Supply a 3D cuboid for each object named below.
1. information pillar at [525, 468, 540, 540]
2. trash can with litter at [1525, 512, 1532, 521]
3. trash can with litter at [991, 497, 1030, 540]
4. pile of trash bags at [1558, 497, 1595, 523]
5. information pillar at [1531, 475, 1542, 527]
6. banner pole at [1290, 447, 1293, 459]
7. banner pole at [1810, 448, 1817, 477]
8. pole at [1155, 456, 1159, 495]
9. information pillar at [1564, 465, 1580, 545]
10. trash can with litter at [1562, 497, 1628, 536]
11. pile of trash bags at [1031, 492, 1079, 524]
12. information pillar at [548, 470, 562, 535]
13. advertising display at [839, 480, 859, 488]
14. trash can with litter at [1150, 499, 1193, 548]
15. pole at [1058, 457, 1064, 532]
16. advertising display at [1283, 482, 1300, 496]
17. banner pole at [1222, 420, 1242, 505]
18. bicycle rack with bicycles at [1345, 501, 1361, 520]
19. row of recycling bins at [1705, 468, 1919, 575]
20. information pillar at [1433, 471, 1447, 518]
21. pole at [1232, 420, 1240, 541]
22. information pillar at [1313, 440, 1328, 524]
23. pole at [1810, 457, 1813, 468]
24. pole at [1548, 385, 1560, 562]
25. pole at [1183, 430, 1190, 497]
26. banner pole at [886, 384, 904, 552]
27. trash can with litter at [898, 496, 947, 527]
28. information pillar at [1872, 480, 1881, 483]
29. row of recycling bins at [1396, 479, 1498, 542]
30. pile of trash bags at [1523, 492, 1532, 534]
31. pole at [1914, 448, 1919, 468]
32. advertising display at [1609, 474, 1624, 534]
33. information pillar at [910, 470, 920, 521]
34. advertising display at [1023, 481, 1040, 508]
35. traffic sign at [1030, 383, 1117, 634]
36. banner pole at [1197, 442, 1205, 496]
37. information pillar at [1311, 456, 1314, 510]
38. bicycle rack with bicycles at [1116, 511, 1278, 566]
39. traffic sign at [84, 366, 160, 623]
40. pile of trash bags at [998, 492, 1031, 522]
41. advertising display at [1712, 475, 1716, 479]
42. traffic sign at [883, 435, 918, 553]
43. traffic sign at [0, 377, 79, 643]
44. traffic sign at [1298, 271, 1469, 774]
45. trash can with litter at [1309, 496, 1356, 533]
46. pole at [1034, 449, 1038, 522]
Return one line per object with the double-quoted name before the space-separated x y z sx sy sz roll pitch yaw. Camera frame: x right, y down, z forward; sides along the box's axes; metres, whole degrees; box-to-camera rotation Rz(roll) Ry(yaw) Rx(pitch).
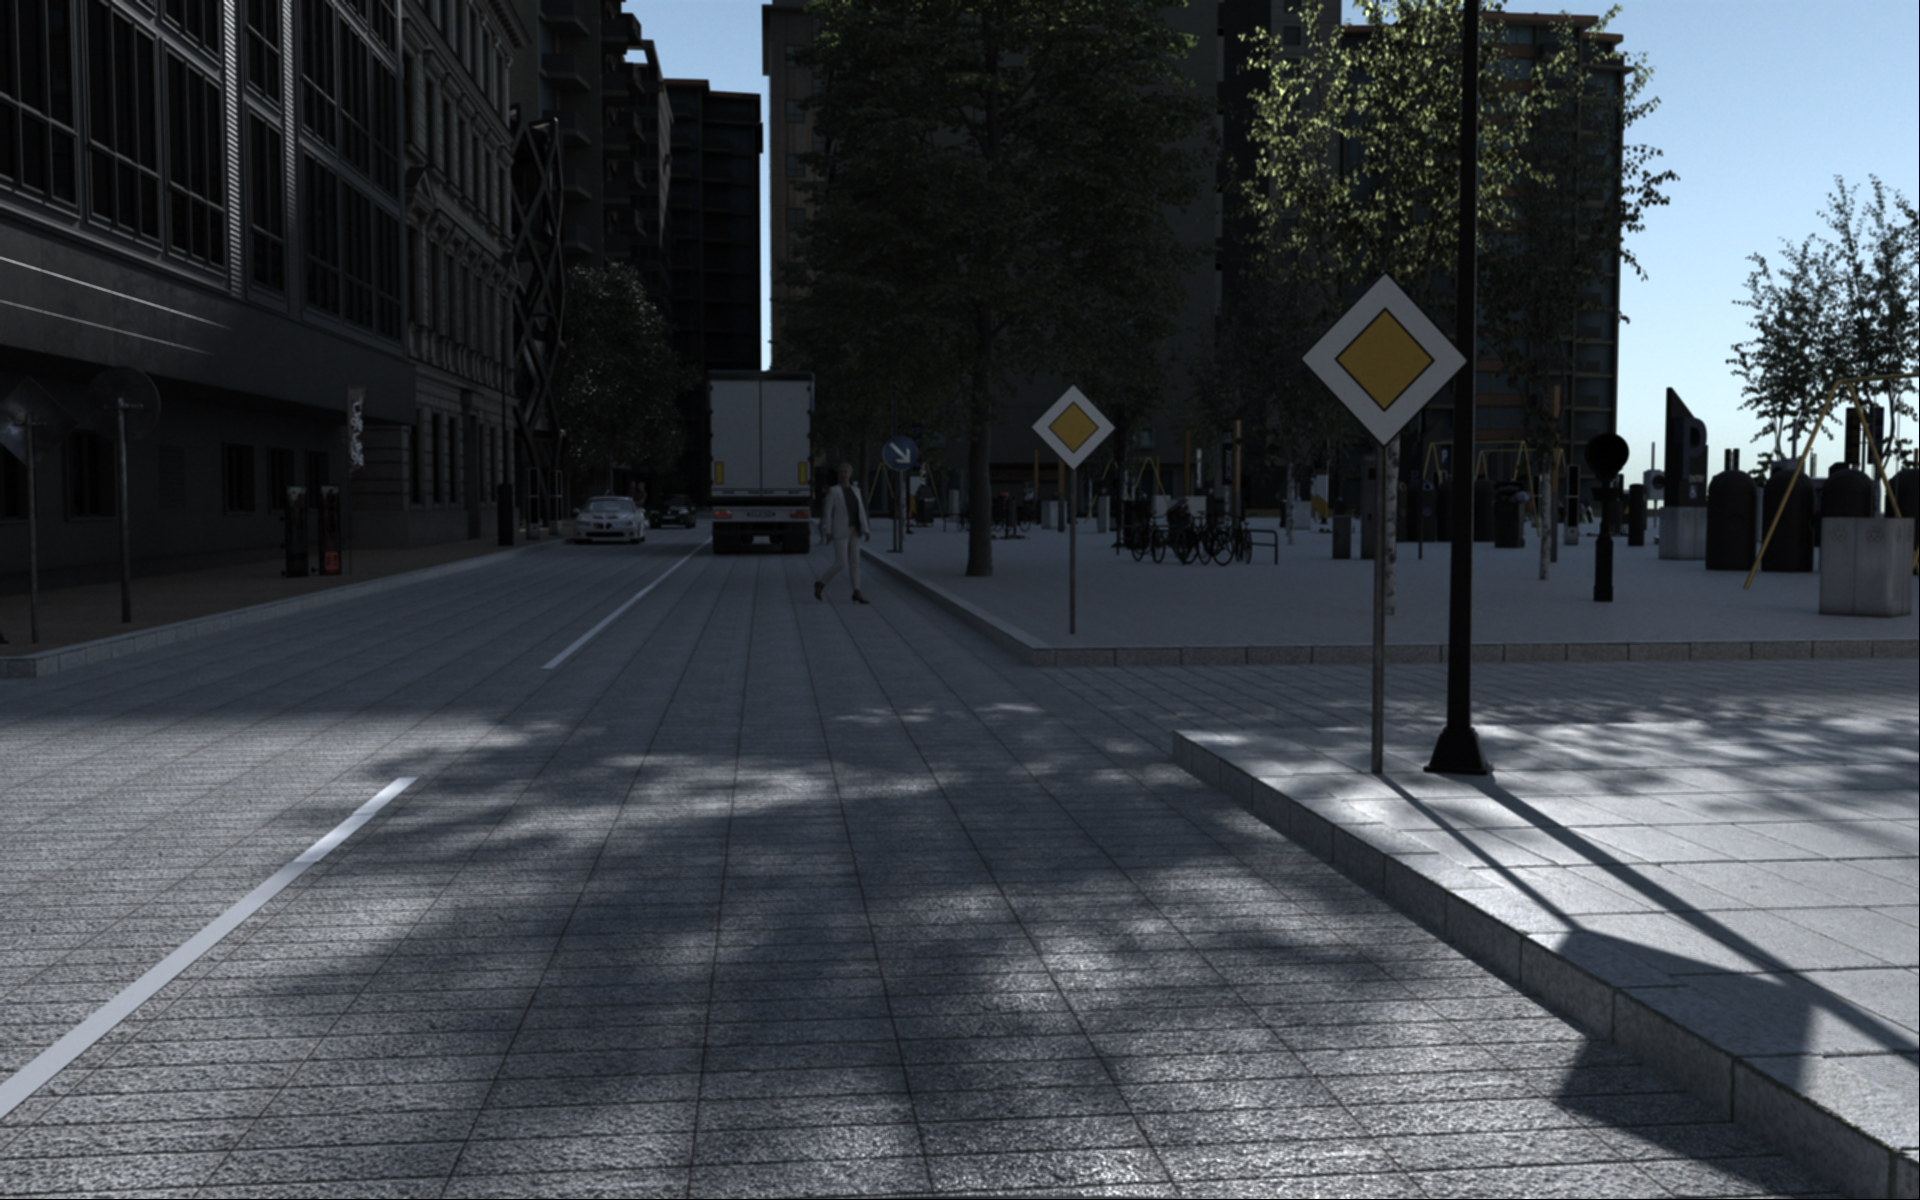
"information pillar" -11.963 -2.688 48.437 0.304 2.012 0.304 -2 4 -34
"trash can with litter" 27.297 -4.431 83.509 2.233 1.210 1.678 -2 4 -32
"trash can with litter" 1.189 -2.348 49.442 1.678 1.210 2.233 2 4 27
"pile of trash bags" 26.558 -4.124 77.185 1.912 1.369 3.447 -3 5 -39
"information pillar" 22.284 -3.817 66.900 0.304 2.012 0.304 2 4 35
"banner pole" 16.010 -5.728 83.663 0.401 3.779 0.863 0 4 0
"banner pole" 46.462 -6.383 94.385 0.863 3.779 0.401 -3 5 -40
"pole" 10.488 -6.006 92.042 0.158 3.312 0.155 0 3 0
"information pillar" 15.402 -2.393 43.610 0.304 2.012 0.304 0 4 7
"trash can with litter" 19.543 -2.558 52.882 2.233 1.210 1.678 1 4 12
"pile of trash bags" 4.255 -4.048 75.943 1.912 1.369 3.447 0 4 4
"information pillar" -12.574 -3.017 53.819 0.304 2.012 0.304 1 4 18
"advertising display" -5.128 -4.603 80.467 0.974 1.923 0.123 1 4 13
"trash can with litter" 5.006 -1.842 41.509 1.055 1.170 0.624 0 4 -4
"pole" 3.426 -3.958 58.561 0.158 3.312 0.155 0 3 0
"advertising display" 17.557 -5.299 91.849 0.123 1.923 0.974 -3 5 -45
"banner pole" 9.271 -4.205 58.774 0.863 3.779 0.401 2 4 28
"bicycle rack with bicycles" 20.448 -4.507 87.067 2.852 0.926 2.925 -1 4 -11
"row of recycling bins" 14.140 -1.306 28.471 3.534 1.692 1.069 3 4 36
"information pillar" 14.971 -3.034 54.103 0.304 2.012 0.304 -2 4 -25
"pole" 7.617 -3.299 47.790 0.158 3.312 0.155 0 3 0
"information pillar" 15.547 -5.071 74.260 0.504 3.616 0.183 2 4 27
"pole" 47.136 -6.239 95.849 0.158 3.312 0.155 0 3 0
"pole" 11.155 -2.371 32.605 0.158 3.312 0.155 0 3 0
"pole" 7.279 -3.778 55.618 0.158 3.312 0.155 0 3 0
"banner pole" -1.472 -2.963 38.455 0.401 3.779 0.863 -1 4 -9
"trash can with litter" -1.651 -3.479 67.934 1.678 1.210 2.233 -2 4 -32
"information pillar" 48.174 -5.299 91.127 0.304 2.012 0.304 -3 4 -36
"row of recycling bins" 12.814 -2.418 46.649 3.534 1.692 1.069 -1 4 -11
"pile of trash bags" 16.768 -2.837 56.129 1.912 1.369 3.447 -1 4 -14
"pole" 42.648 -5.104 77.301 0.158 3.312 0.155 0 3 0
"advertising display" 21.031 -3.078 55.532 0.123 1.923 0.974 0 4 2
"information pillar" -2.104 -5.508 81.403 0.504 3.616 0.183 0 4 -2
"advertising display" 3.530 -4.925 85.734 0.974 1.923 0.123 3 5 42
"traffic sign" 1.029 -0.746 15.838 0.795 2.450 0.064 0 4 -6
"banner pole" 11.596 -5.715 83.455 0.401 3.779 0.863 3 4 37
"information pillar" 17.866 -5.845 86.919 0.504 3.616 0.183 2 4 26
"bicycle rack with bicycles" 4.638 -1.145 32.097 2.852 0.926 2.925 -1 4 -10
"traffic sign" -8.329 -1.047 17.230 0.768 2.556 0.104 0 4 3
"pile of trash bags" 2.905 -4.417 81.969 1.912 1.369 3.447 -3 4 -36
"advertising display" 26.405 -3.329 59.639 0.974 1.923 0.123 0 4 5
"traffic sign" -1.295 -2.295 37.631 0.768 2.556 0.104 0 4 -3
"traffic sign" -7.962 -0.686 14.859 0.795 2.450 0.064 0 4 -6
"traffic sign" 1.914 -0.260 7.901 0.795 2.450 0.064 0 4 -6
"trash can with litter" 12.433 -2.833 57.385 1.678 1.210 2.233 -1 4 -22
"pole" 3.469 -5.215 79.102 0.158 3.312 0.155 0 3 0
